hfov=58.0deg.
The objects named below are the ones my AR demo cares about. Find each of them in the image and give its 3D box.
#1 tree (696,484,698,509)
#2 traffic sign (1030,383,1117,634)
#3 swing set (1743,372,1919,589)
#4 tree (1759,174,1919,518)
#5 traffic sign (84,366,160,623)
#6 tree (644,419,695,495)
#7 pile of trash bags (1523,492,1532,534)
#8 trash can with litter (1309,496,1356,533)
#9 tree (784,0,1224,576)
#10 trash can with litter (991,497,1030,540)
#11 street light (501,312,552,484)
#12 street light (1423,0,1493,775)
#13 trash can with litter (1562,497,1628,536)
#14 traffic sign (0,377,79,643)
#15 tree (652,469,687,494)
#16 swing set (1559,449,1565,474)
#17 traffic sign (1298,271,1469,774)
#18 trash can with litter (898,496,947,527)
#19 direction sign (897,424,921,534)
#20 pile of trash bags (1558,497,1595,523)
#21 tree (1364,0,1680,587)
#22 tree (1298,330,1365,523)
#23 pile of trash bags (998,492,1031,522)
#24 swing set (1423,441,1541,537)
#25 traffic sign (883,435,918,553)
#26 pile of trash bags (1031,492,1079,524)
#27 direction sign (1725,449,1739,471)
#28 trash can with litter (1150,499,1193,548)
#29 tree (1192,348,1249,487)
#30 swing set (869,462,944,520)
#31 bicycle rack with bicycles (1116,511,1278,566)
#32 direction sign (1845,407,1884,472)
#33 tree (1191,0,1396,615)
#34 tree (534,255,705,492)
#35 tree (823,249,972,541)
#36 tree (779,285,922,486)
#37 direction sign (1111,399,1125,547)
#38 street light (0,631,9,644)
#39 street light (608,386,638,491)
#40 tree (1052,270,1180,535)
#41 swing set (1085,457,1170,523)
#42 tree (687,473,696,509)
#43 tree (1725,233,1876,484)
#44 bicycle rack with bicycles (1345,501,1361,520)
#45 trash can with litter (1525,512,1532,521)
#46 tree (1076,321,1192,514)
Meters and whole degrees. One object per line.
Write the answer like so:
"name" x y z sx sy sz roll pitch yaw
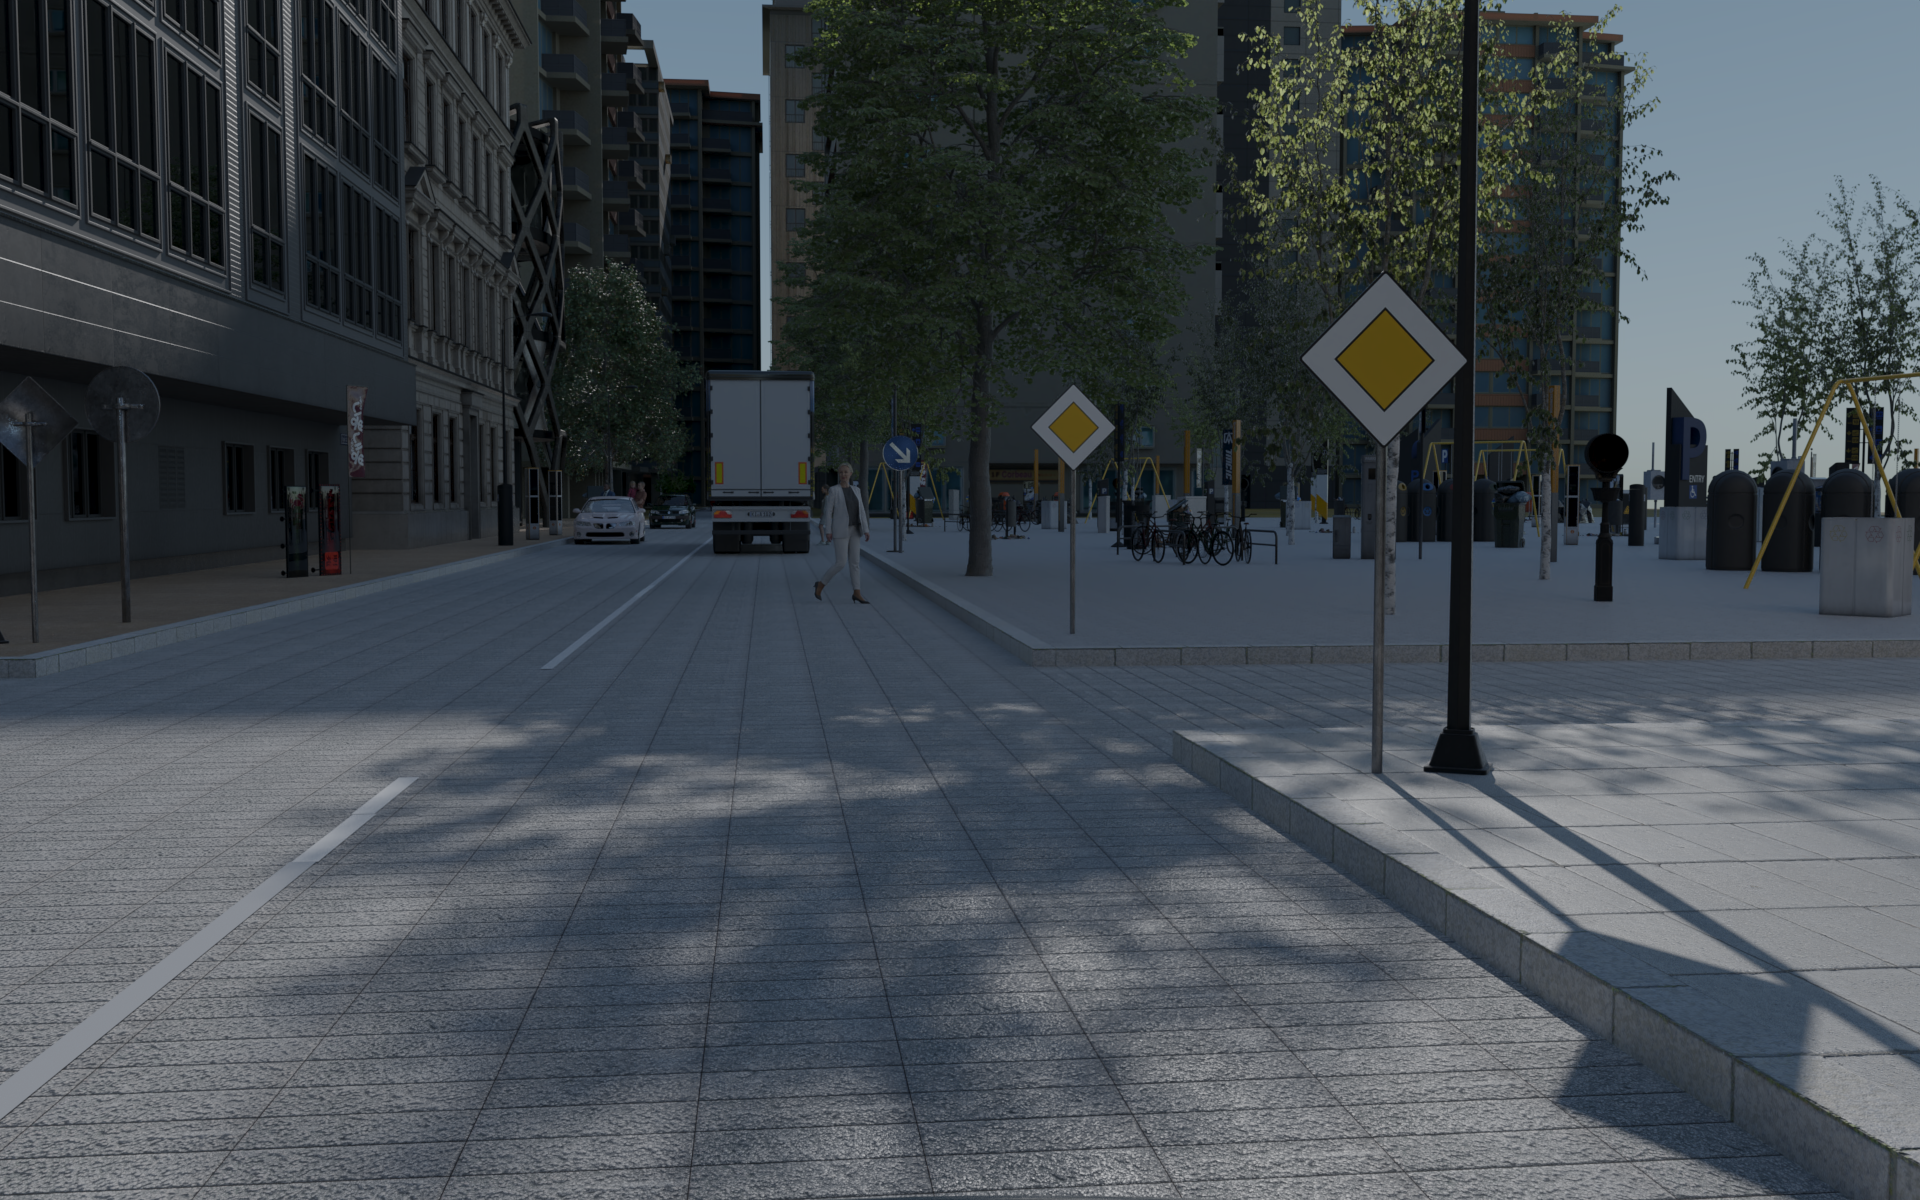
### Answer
"tree" -23.893 -9.738 153.817 1.663 3.219 1.824 0 3 0
"traffic sign" 1.029 -0.746 15.838 0.795 2.450 0.064 0 4 -6
"swing set" 12.282 -1.517 22.423 2.862 2.851 3.119 -1 4 -11
"tree" 20.641 -5.427 39.094 4.360 8.622 3.978 0 3 0
"traffic sign" -8.329 -1.047 17.230 0.768 2.556 0.104 0 4 3
"tree" -21.629 -10.742 125.995 4.737 8.622 4.395 0 3 0
"pile of trash bags" 16.768 -2.837 56.129 1.912 1.369 3.447 -1 4 -14
"trash can with litter" 12.433 -2.833 57.385 1.678 1.210 2.233 -1 4 -22
"tree" 0.622 -6.665 27.105 7.486 12.596 7.792 0 3 0
"trash can with litter" 1.189 -2.348 49.442 1.678 1.210 2.233 2 4 27
"street light" -11.105 -4.388 44.284 1.470 5.913 1.316 0 4 -6
"street light" 1.783 -2.159 7.838 1.470 5.913 1.316 0 4 -6
"trash can with litter" 19.543 -2.558 52.882 2.233 1.210 1.678 1 4 12
"traffic sign" -7.962 -0.686 14.859 0.795 2.450 0.064 0 4 -6
"tree" -20.471 -7.729 120.978 1.663 3.219 1.824 0 3 0
"swing set" 19.545 -3.864 60.798 3.119 2.851 2.862 3 4 37
"traffic sign" 1.914 -0.260 7.901 0.795 2.450 0.064 0 4 -6
"trash can with litter" -1.651 -3.479 67.934 1.678 1.210 2.233 -2 4 -32
"direction sign" -1.673 -3.898 55.729 0.876 3.537 0.379 -1 4 -16
"pile of trash bags" 26.558 -4.124 77.185 1.912 1.369 3.447 -3 5 -39
"tree" 8.558 -4.614 25.797 4.360 8.622 3.978 0 3 0
"tree" 16.092 -7.730 76.748 4.737 8.622 4.395 0 3 0
"pile of trash bags" 2.905 -4.417 81.969 1.912 1.369 3.447 -3 4 -36
"swing set" 15.287 -3.308 51.710 3.119 2.851 2.862 3 5 39
"traffic sign" -1.295 -2.295 37.631 0.768 2.556 0.104 0 4 -3
"pile of trash bags" 4.255 -4.048 75.943 1.912 1.369 3.447 0 4 4
"direction sign" 38.614 -5.793 86.710 0.379 3.537 0.876 -1 4 -22
"trash can with litter" 5.006 -1.842 41.509 1.055 1.170 0.624 0 4 -4
"tree" 12.406 -8.327 86.510 4.737 8.622 4.395 0 3 0
"swing set" -2.683 -5.357 85.201 3.119 2.851 2.862 3 4 38
"bicycle rack with bicycles" 4.638 -1.145 32.097 2.852 0.926 2.925 -1 4 -10
"direction sign" 23.582 -3.256 45.231 0.876 3.537 0.379 2 4 27
"tree" 4.562 -4.165 18.463 4.360 8.622 3.978 0 3 0
"tree" -17.033 -10.189 83.591 9.611 12.733 9.660 0 3 0
"tree" -1.549 -5.906 46.933 4.737 8.622 4.395 0 3 0
"tree" -4.865 -8.470 72.896 7.601 10.594 8.767 -1 4 -20
"direction sign" 3.833 -3.042 41.732 0.379 3.537 0.876 -1 4 -9
"street light" -7.809 -2.578 14.694 1.470 5.913 1.316 0 4 -6
"street light" -14.485 -6.219 74.221 1.470 5.913 1.316 0 4 -6
"tree" 5.108 -6.354 54.244 4.360 8.622 3.978 0 3 0
"swing set" 7.417 -4.725 74.879 2.862 2.851 3.119 -2 4 -28
"tree" -21.808 -8.569 134.712 1.663 3.219 1.824 0 3 0
"tree" 24.117 -6.096 50.037 4.737 8.622 4.395 0 3 0
"bicycle rack with bicycles" 20.448 -4.507 87.067 2.852 0.926 2.925 -1 4 -11
"trash can with litter" 27.297 -4.431 83.509 2.233 1.210 1.678 -2 4 -32
"tree" 6.655 -7.250 68.896 4.737 8.622 4.395 0 3 0
